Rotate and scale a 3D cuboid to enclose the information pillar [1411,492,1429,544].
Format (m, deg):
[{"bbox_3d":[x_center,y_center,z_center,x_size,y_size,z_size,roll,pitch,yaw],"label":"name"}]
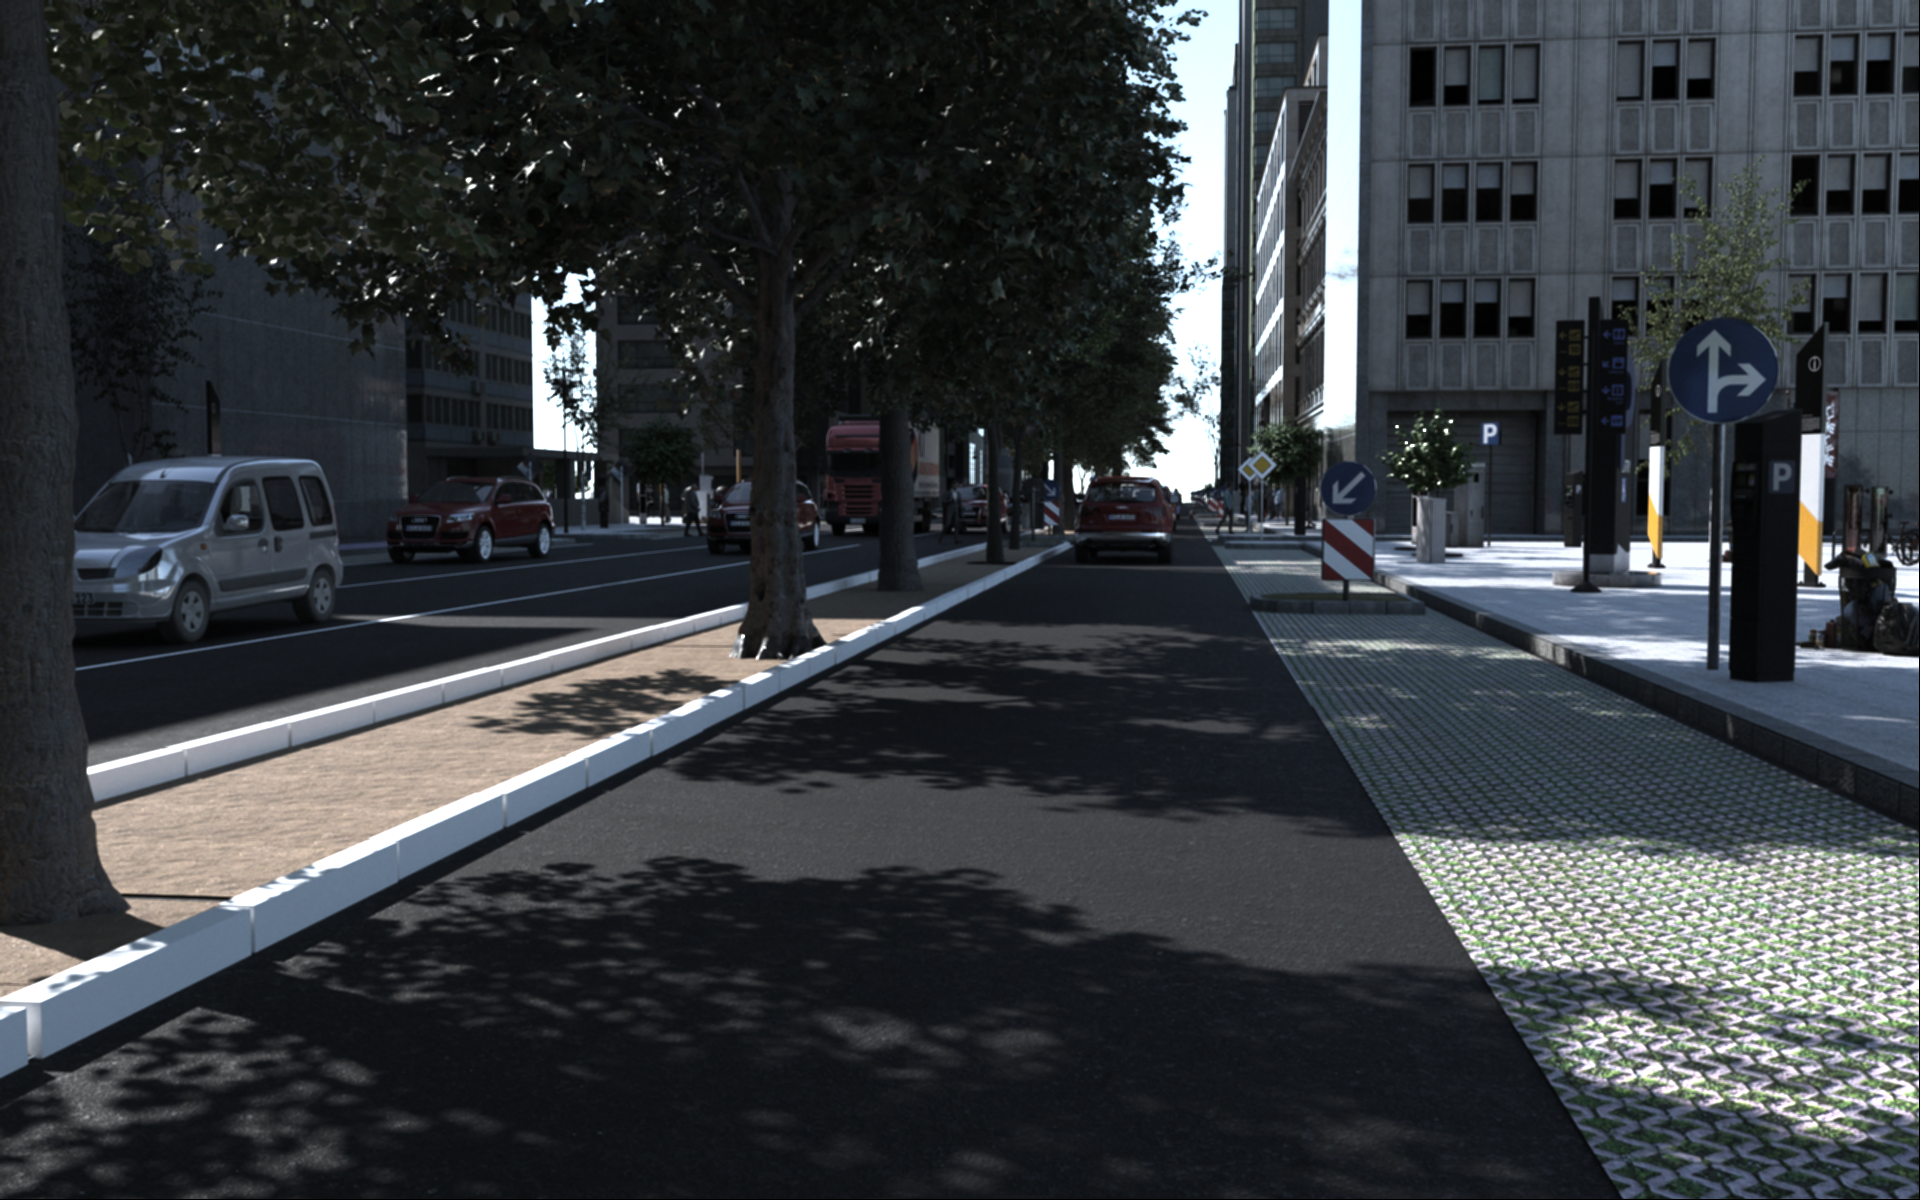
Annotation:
[{"bbox_3d":[11.737,-2.427,44.173,0.304,2.012,0.304,-1,4,-18],"label":"information pillar"}]

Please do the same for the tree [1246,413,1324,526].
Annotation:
[{"bbox_3d":[13.127,-5.262,69.746,4.285,4.588,4.351,0,3,0],"label":"tree"}]

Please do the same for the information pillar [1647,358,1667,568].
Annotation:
[{"bbox_3d":[12.116,-2.370,30.099,0.183,3.616,0.504,0,4,1],"label":"information pillar"}]

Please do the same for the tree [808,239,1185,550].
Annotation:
[{"bbox_3d":[1.331,-6.546,43.892,8.767,10.594,7.601,0,4,7],"label":"tree"}]

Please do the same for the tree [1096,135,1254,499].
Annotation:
[{"bbox_3d":[8.480,-14.189,90.330,12.611,20.169,13.585,0,3,0],"label":"tree"}]

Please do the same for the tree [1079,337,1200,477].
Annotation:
[{"bbox_3d":[9.277,-11.736,104.710,12.009,13.543,11.850,0,3,0],"label":"tree"}]

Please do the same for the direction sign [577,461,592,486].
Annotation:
[{"bbox_3d":[-21.533,-6.561,99.268,0.876,3.537,0.379,1,4,10],"label":"direction sign"}]

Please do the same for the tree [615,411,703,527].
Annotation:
[{"bbox_3d":[-11.808,-5.165,68.168,4.285,4.588,4.351,0,3,0],"label":"tree"}]

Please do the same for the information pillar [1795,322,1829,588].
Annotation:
[{"bbox_3d":[11.739,-1.992,23.918,0.183,3.616,0.504,-1,4,-19],"label":"information pillar"}]

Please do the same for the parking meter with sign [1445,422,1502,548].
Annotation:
[{"bbox_3d":[12.262,-2.783,41.760,1.738,3.016,0.543,-3,4,-36],"label":"parking meter with sign"}]

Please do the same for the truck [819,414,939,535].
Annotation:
[{"bbox_3d":[-2.773,-4.544,63.212,2.839,4.237,11.283,0,4,8],"label":"truck"}]

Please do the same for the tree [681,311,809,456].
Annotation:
[{"bbox_3d":[-10.452,-9.433,88.649,7.601,10.594,8.767,1,4,9],"label":"tree"}]

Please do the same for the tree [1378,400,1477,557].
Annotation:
[{"bbox_3d":[9.710,-2.510,35.637,1.663,3.219,1.824,0,3,0],"label":"tree"}]

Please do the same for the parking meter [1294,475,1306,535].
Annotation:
[{"bbox_3d":[10.646,-2.965,54.190,0.255,1.863,0.399,-1,4,-8],"label":"parking meter"}]

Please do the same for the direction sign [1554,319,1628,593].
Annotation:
[{"bbox_3d":[8.210,-1.872,22.607,0.876,3.537,0.379,1,4,16],"label":"direction sign"}]

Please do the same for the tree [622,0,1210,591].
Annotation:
[{"bbox_3d":[-0.894,-7.094,25.098,9.857,13.997,8.962,0,3,0],"label":"tree"}]

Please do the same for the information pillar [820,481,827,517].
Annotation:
[{"bbox_3d":[-7.647,-5.674,97.255,0.304,2.012,0.304,-3,4,-37],"label":"information pillar"}]

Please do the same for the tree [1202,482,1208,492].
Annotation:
[{"bbox_3d":[35.417,-15.372,245.925,1.663,3.219,1.824,0,3,0],"label":"tree"}]

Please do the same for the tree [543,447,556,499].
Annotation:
[{"bbox_3d":[-28.711,-8.338,120.041,4.285,4.588,4.351,0,3,0],"label":"tree"}]

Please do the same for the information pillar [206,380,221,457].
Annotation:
[{"bbox_3d":[-15.478,-2.729,35.969,0.183,3.616,0.504,0,4,-1],"label":"information pillar"}]

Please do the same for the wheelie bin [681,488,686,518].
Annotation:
[{"bbox_3d":[-14.466,-5.165,92.355,0.980,1.594,0.693,2,4,27],"label":"wheelie bin"}]

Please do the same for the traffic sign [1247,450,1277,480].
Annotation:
[{"bbox_3d":[8.018,-2.673,45.888,0.795,2.593,0.064,0,4,7],"label":"traffic sign"}]

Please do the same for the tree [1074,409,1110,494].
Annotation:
[{"bbox_3d":[5.269,-7.416,74.075,4.360,8.622,3.978,0,3,0],"label":"tree"}]

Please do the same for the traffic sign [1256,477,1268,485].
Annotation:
[{"bbox_3d":[14.341,-4.902,82.284,0.606,2.300,0.079,1,4,10],"label":"traffic sign"}]

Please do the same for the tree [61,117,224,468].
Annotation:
[{"bbox_3d":[-16.022,-5.055,33.006,4.360,8.622,3.978,0,3,0],"label":"tree"}]

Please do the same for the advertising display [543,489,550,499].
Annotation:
[{"bbox_3d":[-30.364,-7.458,127.149,0.974,1.923,0.123,2,4,24],"label":"advertising display"}]

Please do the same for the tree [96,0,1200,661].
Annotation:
[{"bbox_3d":[-1.634,-5.835,14.862,9.611,12.733,9.660,0,3,0],"label":"tree"}]

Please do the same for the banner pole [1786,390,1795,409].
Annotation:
[{"bbox_3d":[20.046,-3.157,41.634,0.401,3.779,0.863,-1,4,-19],"label":"banner pole"}]

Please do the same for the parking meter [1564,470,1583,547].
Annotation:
[{"bbox_3d":[14.829,-2.211,41.869,0.399,1.863,0.255,-2,4,-32],"label":"parking meter"}]

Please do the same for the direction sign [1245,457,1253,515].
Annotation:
[{"bbox_3d":[17.858,-6.991,106.304,0.876,3.537,0.379,3,5,41],"label":"direction sign"}]

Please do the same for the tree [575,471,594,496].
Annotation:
[{"bbox_3d":[-25.857,-7.512,117.430,1.663,3.219,1.824,0,3,0],"label":"tree"}]

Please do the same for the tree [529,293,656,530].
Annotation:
[{"bbox_3d":[-13.216,-6.788,61.347,4.360,8.622,3.978,0,3,0],"label":"tree"}]

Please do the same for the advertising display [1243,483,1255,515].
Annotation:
[{"bbox_3d":[17.493,-6.092,104.825,0.974,1.923,0.123,-3,5,-42],"label":"advertising display"}]

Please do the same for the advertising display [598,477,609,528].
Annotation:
[{"bbox_3d":[-13.491,-3.694,65.606,0.123,1.923,0.974,-2,4,-28],"label":"advertising display"}]

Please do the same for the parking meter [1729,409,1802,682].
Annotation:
[{"bbox_3d":[5.524,-0.378,11.899,0.399,1.863,0.255,-1,4,-18],"label":"parking meter"}]

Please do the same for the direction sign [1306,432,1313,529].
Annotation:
[{"bbox_3d":[12.898,-4.401,63.959,0.379,3.537,0.876,1,4,14],"label":"direction sign"}]

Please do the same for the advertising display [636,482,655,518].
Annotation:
[{"bbox_3d":[-17.150,-5.457,94.436,0.974,1.923,0.123,0,4,2],"label":"advertising display"}]

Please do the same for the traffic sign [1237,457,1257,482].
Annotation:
[{"bbox_3d":[9.020,-3.157,53.810,0.795,2.593,0.064,0,4,7],"label":"traffic sign"}]

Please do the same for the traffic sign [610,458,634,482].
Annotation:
[{"bbox_3d":[-11.013,-3.313,56.354,0.795,2.593,0.064,0,4,7],"label":"traffic sign"}]

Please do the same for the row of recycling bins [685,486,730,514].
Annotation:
[{"bbox_3d":[-12.419,-4.945,87.963,3.534,1.692,1.069,-3,5,-42],"label":"row of recycling bins"}]

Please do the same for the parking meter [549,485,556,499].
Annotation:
[{"bbox_3d":[-27.307,-6.753,116.118,0.399,1.863,0.255,3,4,38],"label":"parking meter"}]

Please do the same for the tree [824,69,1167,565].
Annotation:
[{"bbox_3d":[0.621,-6.533,35.031,9.928,11.665,9.643,0,3,0],"label":"tree"}]

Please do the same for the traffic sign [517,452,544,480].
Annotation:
[{"bbox_3d":[-12.015,-2.828,48.431,0.795,2.593,0.064,0,4,7],"label":"traffic sign"}]

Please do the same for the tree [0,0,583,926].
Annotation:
[{"bbox_3d":[-3.095,-5.169,5.102,7.486,12.596,7.792,0,3,0],"label":"tree"}]

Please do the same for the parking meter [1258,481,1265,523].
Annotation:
[{"bbox_3d":[13.501,-4.400,77.651,0.255,1.863,0.399,0,4,0],"label":"parking meter"}]

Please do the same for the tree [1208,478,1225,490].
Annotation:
[{"bbox_3d":[28.111,-11.708,186.027,1.663,3.219,1.824,0,3,0],"label":"tree"}]

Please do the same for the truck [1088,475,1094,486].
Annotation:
[{"bbox_3d":[20.444,-15.860,249.068,2.967,4.110,18.799,0,4,8],"label":"truck"}]

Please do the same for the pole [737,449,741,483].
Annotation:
[{"bbox_3d":[-10.102,-5.219,79.181,0.158,3.312,0.155,0,3,0],"label":"pole"}]

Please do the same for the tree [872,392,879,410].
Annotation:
[{"bbox_3d":[-5.019,-16.257,121.697,12.611,20.169,13.585,0,3,0],"label":"tree"}]

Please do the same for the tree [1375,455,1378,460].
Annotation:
[{"bbox_3d":[10.598,-2.752,39.596,1.663,3.219,1.824,0,3,0],"label":"tree"}]

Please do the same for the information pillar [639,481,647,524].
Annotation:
[{"bbox_3d":[-13.665,-4.290,74.629,0.304,2.012,0.304,-1,4,-12],"label":"information pillar"}]

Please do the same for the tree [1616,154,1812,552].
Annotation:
[{"bbox_3d":[16.770,-5.388,38.456,4.737,8.622,4.395,0,3,0],"label":"tree"}]

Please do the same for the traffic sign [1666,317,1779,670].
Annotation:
[{"bbox_3d":[5.516,-0.765,12.612,0.768,2.556,0.104,1,4,9],"label":"traffic sign"}]
